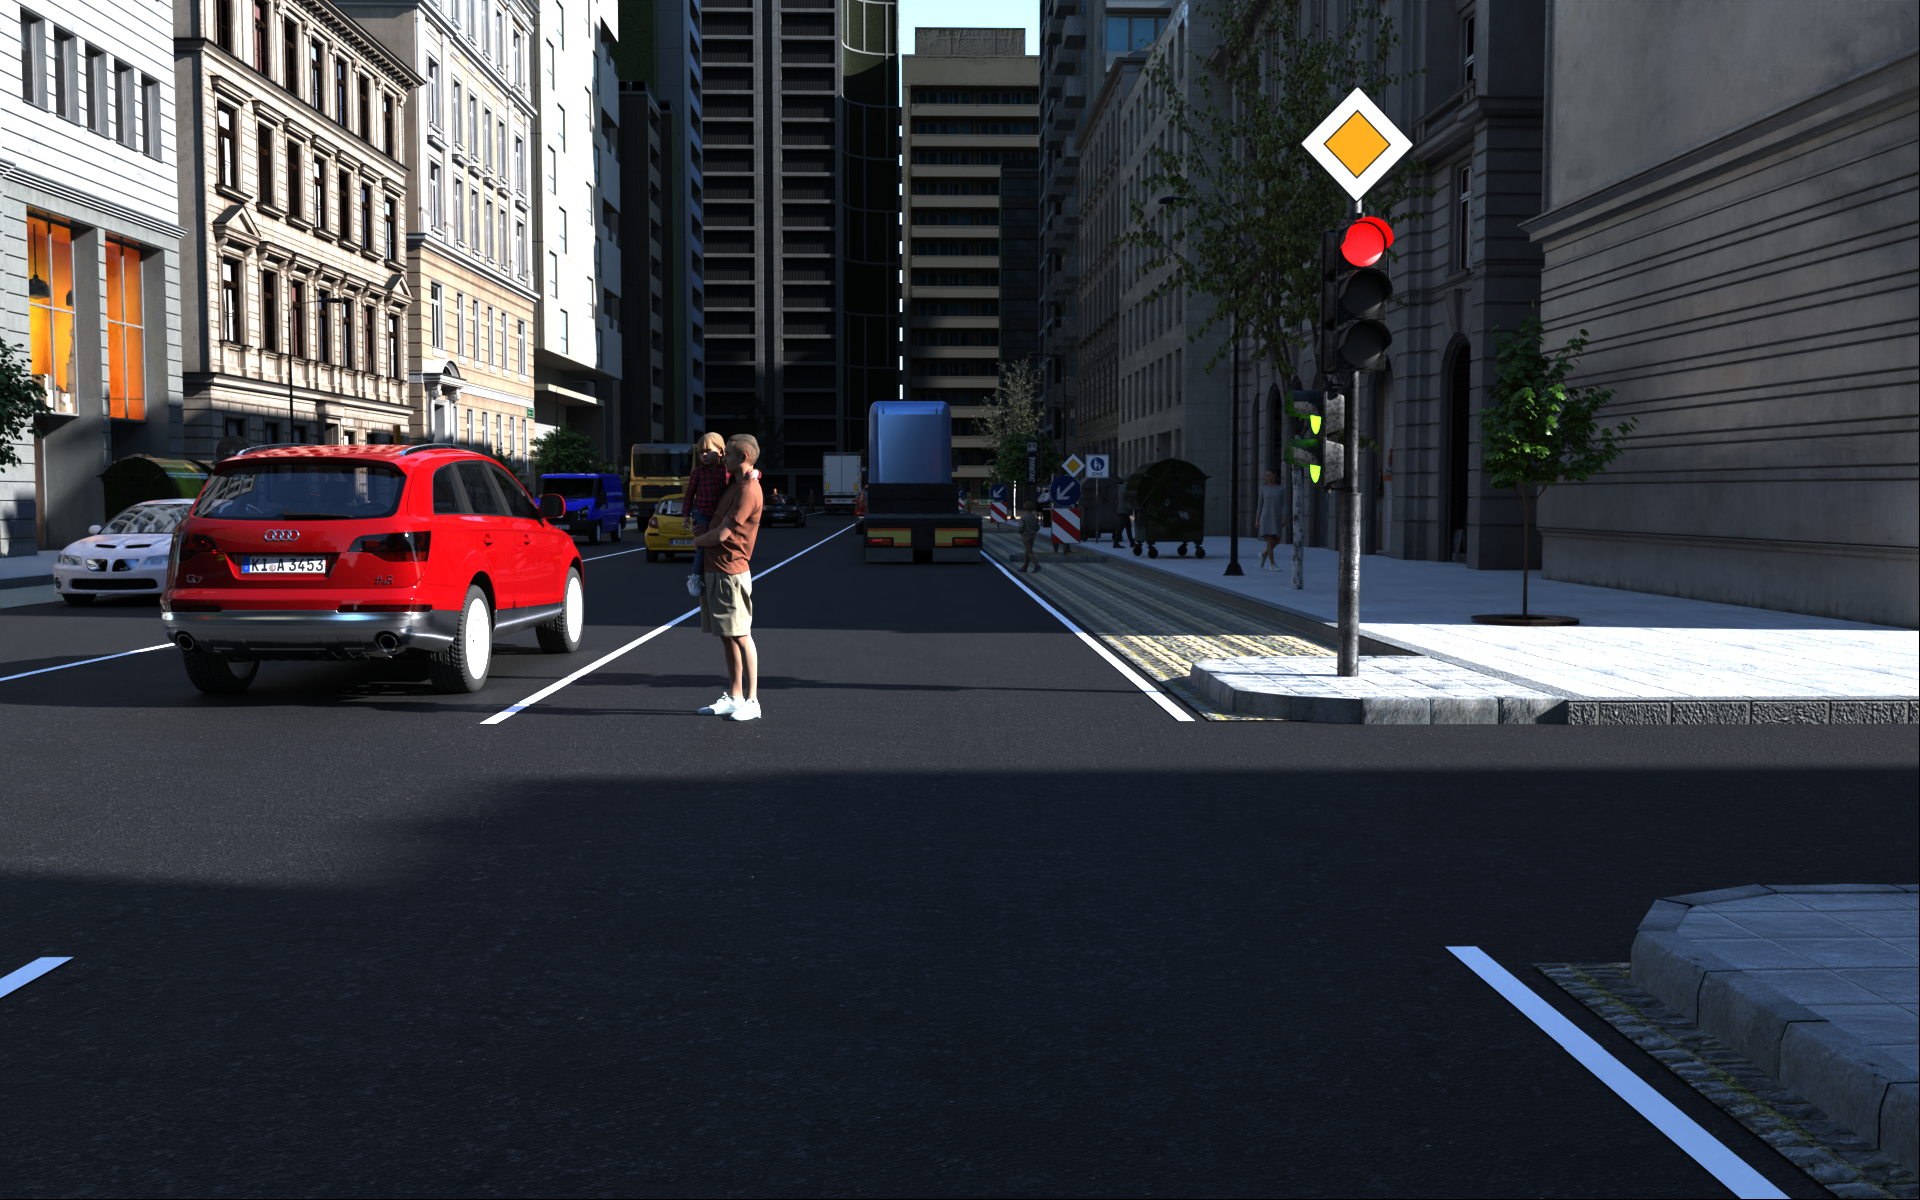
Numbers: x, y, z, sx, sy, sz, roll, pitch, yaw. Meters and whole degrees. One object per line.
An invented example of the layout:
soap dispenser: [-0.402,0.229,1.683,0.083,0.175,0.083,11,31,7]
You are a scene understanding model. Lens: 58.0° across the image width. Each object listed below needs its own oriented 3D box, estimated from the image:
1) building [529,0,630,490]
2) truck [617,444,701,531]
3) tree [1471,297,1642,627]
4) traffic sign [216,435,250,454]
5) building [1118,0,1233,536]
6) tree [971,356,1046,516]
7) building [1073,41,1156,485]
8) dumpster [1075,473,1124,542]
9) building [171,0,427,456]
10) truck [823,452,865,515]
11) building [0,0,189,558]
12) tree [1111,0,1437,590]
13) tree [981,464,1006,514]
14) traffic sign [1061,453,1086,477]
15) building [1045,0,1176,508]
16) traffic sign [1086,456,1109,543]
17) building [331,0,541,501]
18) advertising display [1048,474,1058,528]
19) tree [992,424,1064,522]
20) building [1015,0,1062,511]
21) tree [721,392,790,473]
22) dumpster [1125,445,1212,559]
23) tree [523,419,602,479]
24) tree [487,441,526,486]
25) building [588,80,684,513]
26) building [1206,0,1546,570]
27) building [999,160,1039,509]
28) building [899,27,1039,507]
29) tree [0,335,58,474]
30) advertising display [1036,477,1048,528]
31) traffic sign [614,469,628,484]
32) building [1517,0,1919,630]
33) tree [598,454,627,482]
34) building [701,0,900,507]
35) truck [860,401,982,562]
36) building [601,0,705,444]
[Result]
building: [-34.901,-31.217,99.642,28.713,52.752,27.495,0,4,-2]
truck: [-11.138,-4.454,68.744,3.469,3.379,9.791,0,3,0]
tree: [5.540,-1.375,17.077,1.663,3.219,1.824,0,3,0]
traffic sign: [-15.712,-2.286,37.481,0.768,2.556,0.104,0,4,1]
building: [11.770,-12.592,60.628,10.420,20.320,16.860,0,4,-2]
tree: [2.790,-8.677,92.233,4.360,8.622,3.978,0,3,0]
building: [10.794,-14.004,78.117,9.793,20.994,18.267,0,4,-2]
dumpster: [3.834,-2.534,47.193,1.264,1.857,1.865,0,4,-2]
building: [-24.423,-11.568,53.771,10.561,19.102,19.286,0,4,-2]
truck: [-8.159,-8.106,121.446,2.839,4.237,11.283,0,4,-2]
building: [-24.534,-15.328,28.109,11.434,29.767,29.804,0,4,-2]
tree: [4.364,-4.435,22.879,4.737,8.622,4.395,0,3,0]
tree: [2.205,-7.049,109.854,1.663,3.219,1.824,0,3,0]
traffic sign: [3.688,-3.446,56.078,0.795,2.593,0.064,0,4,7]
building: [17.084,-29.951,109.300,23.786,49.044,30.456,0,4,-2]
traffic sign: [3.575,-2.630,45.127,0.606,2.300,0.079,0,4,1]
building: [-26.515,-17.602,73.698,13.634,28.700,20.117,0,4,-2]
advertising display: [3.001,-3.060,55.251,0.123,1.923,0.974,0,4,-2]
tree: [3.188,-5.970,81.317,4.285,4.588,4.351,0,3,0]
building: [14.874,-42.557,134.057,20.563,71.187,20.611,0,4,-2]
tree: [-18.980,-13.647,157.540,7.601,10.594,8.767,0,4,6]
dumpster: [4.209,-1.992,35.063,1.502,2.255,1.985,0,4,-2]
tree: [-17.471,-5.658,76.216,4.285,4.588,4.351,0,3,0]
tree: [-16.805,-4.210,63.437,1.663,3.219,1.824,0,3,0]
building: [-27.426,-21.389,121.414,14.160,30.474,14.107,0,4,-2]
building: [14.280,-12.136,40.224,13.314,21.916,24.055,0,4,-2]
building: [10.337,-23.295,152.568,14.160,30.474,14.107,0,4,-2]
building: [4.372,-34.306,184.604,21.600,48.544,21.300,0,4,-2]
tree: [-16.068,-2.660,27.207,4.285,4.588,4.351,0,3,0]
advertising display: [3.362,-3.743,66.416,0.974,1.923,0.123,2,4,31]
traffic sign: [-16.985,-5.288,86.564,0.768,2.556,0.104,0,4,-1]
building: [18.633,-11.288,20.721,21.152,22.565,11.583,0,4,-2]
tree: [-17.276,-5.490,84.358,1.663,3.219,1.824,0,3,0]
building: [-16.700,-45.516,182.435,20.611,71.187,20.563,0,4,-2]
truck: [-1.178,-3.346,44.462,2.967,4.110,18.799,0,4,-3]
building: [-36.508,-37.034,147.510,28.212,58.520,21.231,0,4,-2]
